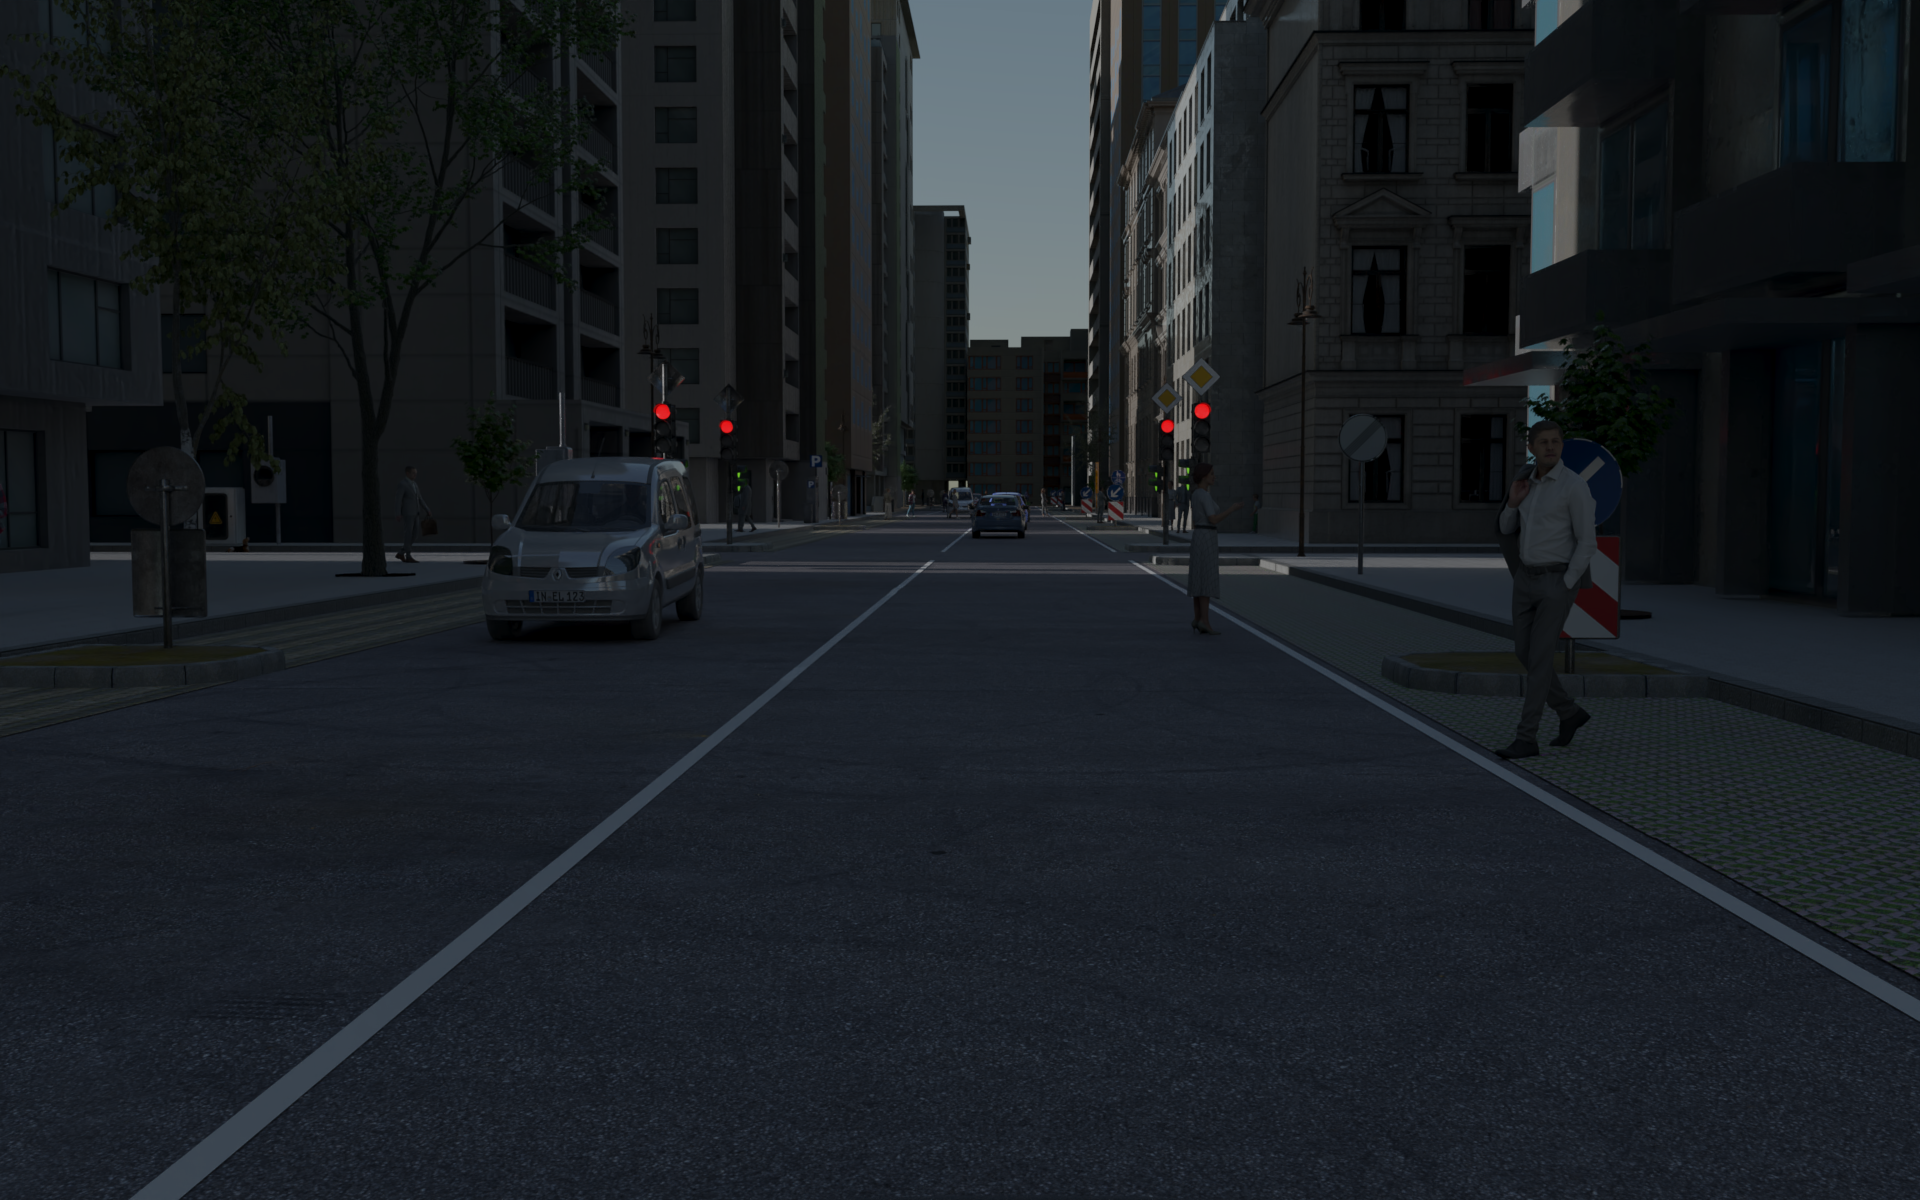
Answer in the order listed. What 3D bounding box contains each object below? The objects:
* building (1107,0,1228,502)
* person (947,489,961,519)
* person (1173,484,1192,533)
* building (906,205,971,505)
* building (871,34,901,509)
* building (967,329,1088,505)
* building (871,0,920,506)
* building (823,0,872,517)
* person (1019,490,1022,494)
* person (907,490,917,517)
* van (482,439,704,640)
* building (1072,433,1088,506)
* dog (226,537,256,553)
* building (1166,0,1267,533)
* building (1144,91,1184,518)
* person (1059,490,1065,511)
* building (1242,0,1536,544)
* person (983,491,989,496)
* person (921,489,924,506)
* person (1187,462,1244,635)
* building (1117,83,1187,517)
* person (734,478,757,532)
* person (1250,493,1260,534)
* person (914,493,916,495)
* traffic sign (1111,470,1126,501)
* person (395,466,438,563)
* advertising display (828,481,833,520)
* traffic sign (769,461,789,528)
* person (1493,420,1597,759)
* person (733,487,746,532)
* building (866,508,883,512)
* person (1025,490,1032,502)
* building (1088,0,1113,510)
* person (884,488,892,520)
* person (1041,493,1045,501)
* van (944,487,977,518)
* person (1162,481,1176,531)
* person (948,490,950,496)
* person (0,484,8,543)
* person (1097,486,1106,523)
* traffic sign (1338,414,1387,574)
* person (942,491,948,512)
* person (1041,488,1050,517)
[{"bbox_3d":[18.791,-29.521,132.780,14.600,45.320,14.200,0,4,2],"label":"building"},{"bbox_3d":[-0.343,-5.570,100.327,0.760,1.731,0.466,-1,4,-17],"label":"person"},{"bbox_3d":[7.344,-3.105,56.904,0.635,1.810,0.391,-1,4,-20],"label":"person"},{"bbox_3d":[-10.654,-32.285,219.744,23.993,40.220,32.217,0,4,2],"label":"building"},{"bbox_3d":[-12.599,-28.534,150.130,14.154,41.232,14.086,0,4,2],"label":"building"},{"bbox_3d":[15.709,-22.764,217.223,28.899,21.520,27.650,0,4,2],"label":"building"},{"bbox_3d":[-18.584,-36.152,180.322,27.495,52.752,28.713,0,4,2],"label":"building"},{"bbox_3d":[-12.666,-27.606,101.470,14.600,45.320,14.200,0,4,2],"label":"building"},{"bbox_3d":[6.159,-10.362,177.934,1.348,1.821,0.705,2,4,34],"label":"person"},{"bbox_3d":[-3.018,-6.102,109.105,0.563,1.720,0.643,-3,5,-43],"label":"person"},{"bbox_3d":[-3.785,-0.692,18.320,2.013,2.044,4.112,0,4,0],"label":"van"},{"bbox_3d":[23.229,-52.820,176.283,22.319,86.520,31.000,0,4,2],"label":"building"},{"bbox_3d":[-17.294,-1.306,41.544,0.748,0.427,0.550,2,4,24],"label":"dog"},{"bbox_3d":[13.613,-12.810,64.192,10.420,20.320,16.860,0,4,2],"label":"building"},{"bbox_3d":[15.405,-15.105,83.127,11.583,22.565,21.152,0,4,2],"label":"building"},{"bbox_3d":[8.394,-8.229,143.569,0.750,1.759,0.617,1,4,17],"label":"person"},{"bbox_3d":[18.225,-11.252,48.594,19.286,19.102,10.561,0,4,2],"label":"building"},{"bbox_3d":[2.446,-9.364,162.123,1.217,1.766,0.721,0,4,1],"label":"person"},{"bbox_3d":[-4.124,-11.303,190.875,0.705,1.821,1.348,1,4,8],"label":"person"},{"bbox_3d":[2.588,-0.528,17.700,0.524,1.755,0.480,-1,4,-12],"label":"person"},{"bbox_3d":[16.510,-18.886,106.044,12.463,27.353,25.104,0,4,2],"label":"building"},{"bbox_3d":[-7.239,-3.195,58.380,0.767,1.812,0.694,0,4,-4],"label":"person"},{"bbox_3d":[9.655,-2.805,56.156,0.590,1.304,0.306,-1,4,-11],"label":"person"},{"bbox_3d":[-4.571,-9.904,171.204,0.599,1.433,0.991,-1,4,-20],"label":"person"},{"bbox_3d":[8.402,-5.612,91.858,0.768,2.556,0.104,1,4,11],"label":"traffic sign"},{"bbox_3d":[-10.230,-1.599,32.309,0.853,1.813,0.709,1,4,13],"label":"person"},{"bbox_3d":[-6.529,-5.025,87.371,0.123,1.923,0.974,0,4,2],"label":"advertising display"},{"bbox_3d":[-6.917,-4.034,66.059,0.768,2.556,0.104,0,4,2],"label":"traffic sign"},{"bbox_3d":[3.203,-0.058,9.547,0.850,1.850,0.679,-2,4,-33],"label":"person"},{"bbox_3d":[-7.476,-3.089,59.140,0.503,1.515,0.523,0,4,4],"label":"person"},{"bbox_3d":[-22.124,-26.879,131.354,32.217,40.220,23.993,0,4,2],"label":"building"},{"bbox_3d":[6.090,-8.960,154.860,0.599,1.838,0.709,0,4,-4],"label":"person"},{"bbox_3d":[22.327,-32.225,150.576,21.300,48.544,21.600,0,4,2],"label":"building"},{"bbox_3d":[-3.875,-5.201,94.092,0.519,1.759,0.362,3,5,42],"label":"person"},{"bbox_3d":[9.045,-10.954,188.404,0.445,1.727,0.742,0,4,0],"label":"person"},{"bbox_3d":[0.043,-5.946,104.228,2.013,2.044,4.112,0,4,0],"label":"van"},{"bbox_3d":[7.359,-3.324,60.957,0.480,1.755,0.524,1,4,12],"label":"person"},{"bbox_3d":[-0.784,-8.133,142.212,0.721,1.736,1.217,-3,5,-44],"label":"person"},{"bbox_3d":[-9.925,-0.655,17.586,0.563,1.720,0.643,1,4,15],"label":"person"},{"bbox_3d":[6.947,-4.645,84.624,0.466,1.800,0.511,-3,5,-40],"label":"person"},{"bbox_3d":[6.402,-1.683,27.616,0.768,2.556,0.104,0,4,5],"label":"traffic sign"},{"bbox_3d":[-1.163,-7.792,136.812,0.541,1.710,0.530,-1,4,-11],"label":"person"},{"bbox_3d":[5.372,-6.104,108.578,0.573,1.790,0.520,0,4,4],"label":"person"}]
